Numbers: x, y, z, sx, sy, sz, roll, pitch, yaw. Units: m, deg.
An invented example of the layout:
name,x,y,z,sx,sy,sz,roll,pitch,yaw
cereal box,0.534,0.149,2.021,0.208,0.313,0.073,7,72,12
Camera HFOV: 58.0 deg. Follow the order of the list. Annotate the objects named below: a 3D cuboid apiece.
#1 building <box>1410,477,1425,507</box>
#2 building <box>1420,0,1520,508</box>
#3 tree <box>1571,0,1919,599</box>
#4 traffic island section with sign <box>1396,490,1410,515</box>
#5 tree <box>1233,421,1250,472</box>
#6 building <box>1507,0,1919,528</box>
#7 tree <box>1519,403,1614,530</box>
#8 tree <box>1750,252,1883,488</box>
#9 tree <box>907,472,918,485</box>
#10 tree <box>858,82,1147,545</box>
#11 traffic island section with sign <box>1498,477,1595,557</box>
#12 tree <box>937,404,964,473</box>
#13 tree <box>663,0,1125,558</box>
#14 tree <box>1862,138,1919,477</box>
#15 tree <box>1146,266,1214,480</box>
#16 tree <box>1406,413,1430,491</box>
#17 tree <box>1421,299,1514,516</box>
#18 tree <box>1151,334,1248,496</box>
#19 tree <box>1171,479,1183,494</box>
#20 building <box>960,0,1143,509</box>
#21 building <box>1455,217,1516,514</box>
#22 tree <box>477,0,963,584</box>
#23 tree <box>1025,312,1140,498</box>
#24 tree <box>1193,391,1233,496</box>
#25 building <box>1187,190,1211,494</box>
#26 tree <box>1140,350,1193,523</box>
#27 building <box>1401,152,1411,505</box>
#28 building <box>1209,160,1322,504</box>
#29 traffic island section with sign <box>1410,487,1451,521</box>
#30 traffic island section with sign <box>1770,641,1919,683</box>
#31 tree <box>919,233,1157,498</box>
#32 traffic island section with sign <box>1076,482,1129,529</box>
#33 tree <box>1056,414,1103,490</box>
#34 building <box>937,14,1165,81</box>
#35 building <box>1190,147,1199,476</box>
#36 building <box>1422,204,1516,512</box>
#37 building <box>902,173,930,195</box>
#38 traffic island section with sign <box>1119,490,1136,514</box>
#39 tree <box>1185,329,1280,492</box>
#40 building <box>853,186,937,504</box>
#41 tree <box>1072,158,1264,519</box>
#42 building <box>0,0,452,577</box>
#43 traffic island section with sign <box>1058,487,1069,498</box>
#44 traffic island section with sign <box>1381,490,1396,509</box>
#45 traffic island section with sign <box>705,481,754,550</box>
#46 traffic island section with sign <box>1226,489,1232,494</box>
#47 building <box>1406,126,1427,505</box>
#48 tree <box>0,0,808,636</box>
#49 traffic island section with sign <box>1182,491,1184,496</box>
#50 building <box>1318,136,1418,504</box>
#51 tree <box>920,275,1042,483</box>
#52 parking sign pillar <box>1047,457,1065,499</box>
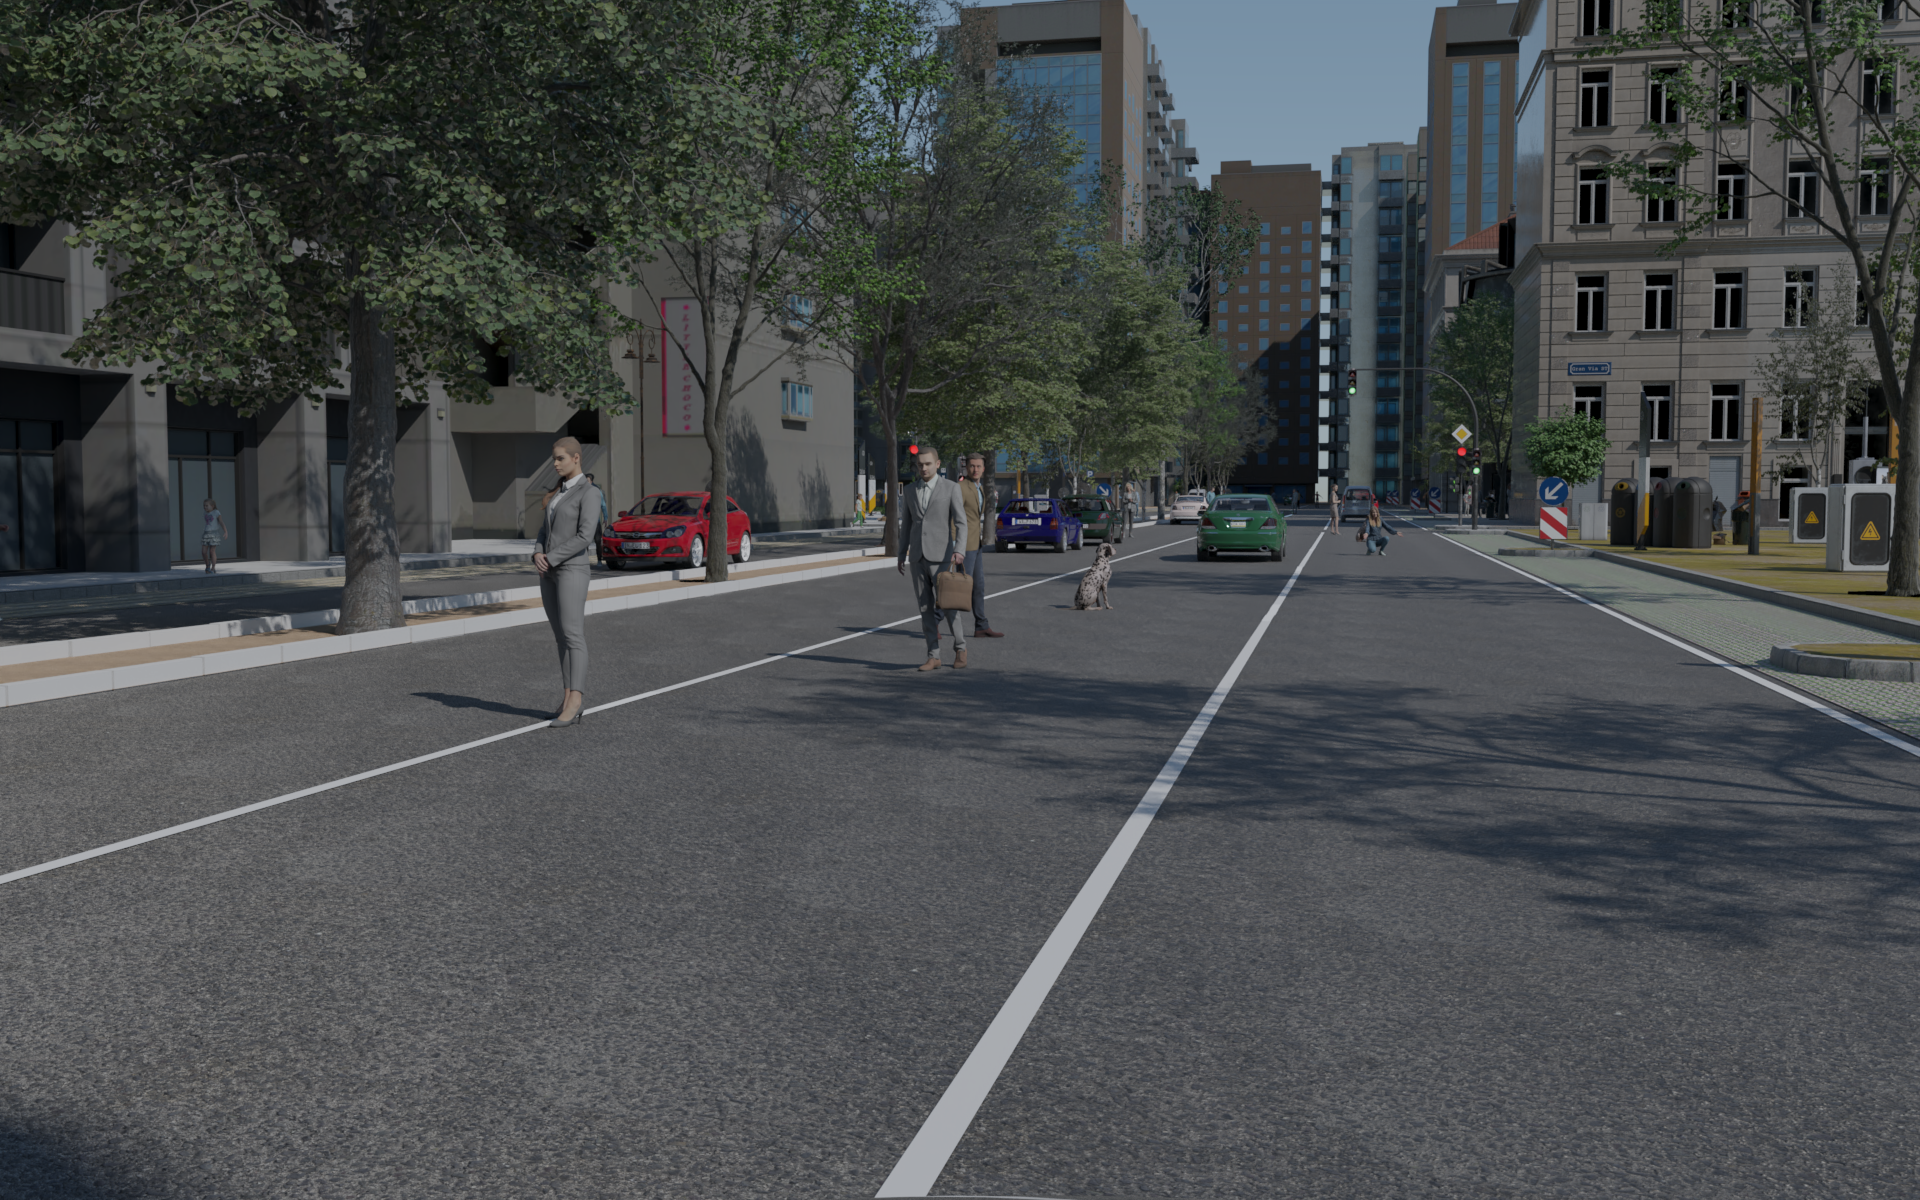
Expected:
name,x,y,z,sx,sy,sz,roll,pitch,yaw
building,62.261,-29.458,173.521,32.217,40.220,23.993,1,4,13
building,49.412,-30.965,156.385,14.600,45.320,14.200,1,4,13
tree,11.685,-5.850,21.406,9.928,11.665,9.643,0,3,0
traffic island section with sign,31.451,-6.820,120.135,1.989,1.847,2.006,1,4,13
tree,20.393,-11.153,135.171,4.360,8.622,3.978,0,3,0
building,36.000,-16.751,71.148,25.104,27.353,12.463,1,4,13
tree,21.794,-4.804,62.254,4.285,4.588,4.351,0,3,0
tree,26.330,-6.282,53.068,4.360,8.622,3.978,0,3,0
tree,-3.803,-9.473,149.479,1.663,3.219,1.824,0,3,0
tree,0.788,-7.810,48.279,7.486,12.596,7.792,0,3,0
traffic island section with sign,13.582,-1.933,40.229,1.989,1.847,2.006,1,4,13
tree,-0.147,-11.163,132.876,4.360,8.622,3.978,0,3,0
tree,-1.537,-7.698,38.697,12.009,13.543,11.850,0,3,0
tree,19.409,-5.079,33.406,4.737,8.622,4.395,0,3,0
tree,7.336,-9.564,76.954,7.486,12.596,7.792,0,3,0
tree,40.848,-12.138,148.816,4.737,8.622,4.395,0,3,0
tree,30.407,-11.119,99.922,7.486,12.596,7.792,0,3,0
tree,14.455,-11.134,110.253,9.928,11.665,9.643,0,3,0
tree,24.828,-12.331,196.215,1.663,3.219,1.824,0,3,0
building,8.704,-30.979,156.610,14.600,45.320,14.200,1,4,13
building,40.817,-14.957,111.991,16.820,18.784,16.811,1,4,13
tree,-3.849,-6.070,27.453,9.928,11.665,9.643,0,3,0
tree,4.172,-6.736,62.954,4.360,8.622,3.978,0,3,0
tree,16.201,-10.089,117.770,4.360,8.622,3.978,0,3,0
building,21.063,-36.017,243.498,28.867,44.769,22.147,1,4,13
tree,8.944,-8.015,83.857,4.360,8.622,3.978,0,3,0
building,60.501,-32.074,208.007,14.154,41.232,14.086,1,4,13
building,41.484,-35.745,234.538,14.200,45.320,14.600,1,4,13
traffic island section with sign,25.569,-5.211,93.827,1.989,1.847,2.006,1,4,13
traffic island section with sign,7.707,-0.324,13.920,1.989,1.847,2.006,1,4,13
tree,2.266,-7.276,55.827,8.767,10.594,7.601,1,4,13
traffic island section with sign,6.124,-3.943,72.607,2.006,1.907,1.989,1,4,13
tree,8.323,-10.421,120.748,4.737,8.622,4.395,0,3,0
building,10.204,-34.213,178.997,23.786,49.044,30.456,1,4,13
building,13.580,-36.301,213.131,30.456,49.044,23.786,1,4,13
building,41.369,-18.053,131.319,11.583,22.565,21.152,1,4,13
building,-1.067,-36.319,243.930,14.200,45.320,14.600,1,4,13
traffic island section with sign,11.856,-7.156,125.622,1.989,1.847,2.006,1,4,13
tree,18.321,-13.100,127.011,12.009,13.543,11.850,0,3,0
building,-13.754,-32.050,215.903,23.993,40.220,32.217,1,4,13
tree,10.313,-14.652,97.900,12.611,20.169,13.585,0,3,0
building,-22.129,-36.422,33.759,20.563,71.187,20.611,1,4,13
traffic island section with sign,5.915,-5.530,99.039,1.989,1.847,2.006,1,4,13
traffic island section with sign,42.535,-9.852,169.705,1.989,1.847,2.006,1,4,13
traffic island section with sign,-6.357,-2.172,44.144,1.989,1.847,2.006,1,4,13
traffic island section with sign,22.514,-8.429,145.943,2.006,1.907,1.989,1,4,13
building,58.143,-31.225,194.127,14.154,41.232,14.086,1,4,13
tree,-5.974,-6.615,17.261,9.857,13.997,8.962,0,3,0
traffic island section with sign,22.577,-10.087,173.557,1.989,1.847,2.006,1,4,13
building,64.190,-37.557,233.659,30.456,49.044,23.786,1,4,13
tree,-0.372,-10.889,84.693,9.857,13.997,8.962,0,3,0
parking sign pillar,6.936,-8.337,124.784,1.447,3.967,1.447,2,4,34
